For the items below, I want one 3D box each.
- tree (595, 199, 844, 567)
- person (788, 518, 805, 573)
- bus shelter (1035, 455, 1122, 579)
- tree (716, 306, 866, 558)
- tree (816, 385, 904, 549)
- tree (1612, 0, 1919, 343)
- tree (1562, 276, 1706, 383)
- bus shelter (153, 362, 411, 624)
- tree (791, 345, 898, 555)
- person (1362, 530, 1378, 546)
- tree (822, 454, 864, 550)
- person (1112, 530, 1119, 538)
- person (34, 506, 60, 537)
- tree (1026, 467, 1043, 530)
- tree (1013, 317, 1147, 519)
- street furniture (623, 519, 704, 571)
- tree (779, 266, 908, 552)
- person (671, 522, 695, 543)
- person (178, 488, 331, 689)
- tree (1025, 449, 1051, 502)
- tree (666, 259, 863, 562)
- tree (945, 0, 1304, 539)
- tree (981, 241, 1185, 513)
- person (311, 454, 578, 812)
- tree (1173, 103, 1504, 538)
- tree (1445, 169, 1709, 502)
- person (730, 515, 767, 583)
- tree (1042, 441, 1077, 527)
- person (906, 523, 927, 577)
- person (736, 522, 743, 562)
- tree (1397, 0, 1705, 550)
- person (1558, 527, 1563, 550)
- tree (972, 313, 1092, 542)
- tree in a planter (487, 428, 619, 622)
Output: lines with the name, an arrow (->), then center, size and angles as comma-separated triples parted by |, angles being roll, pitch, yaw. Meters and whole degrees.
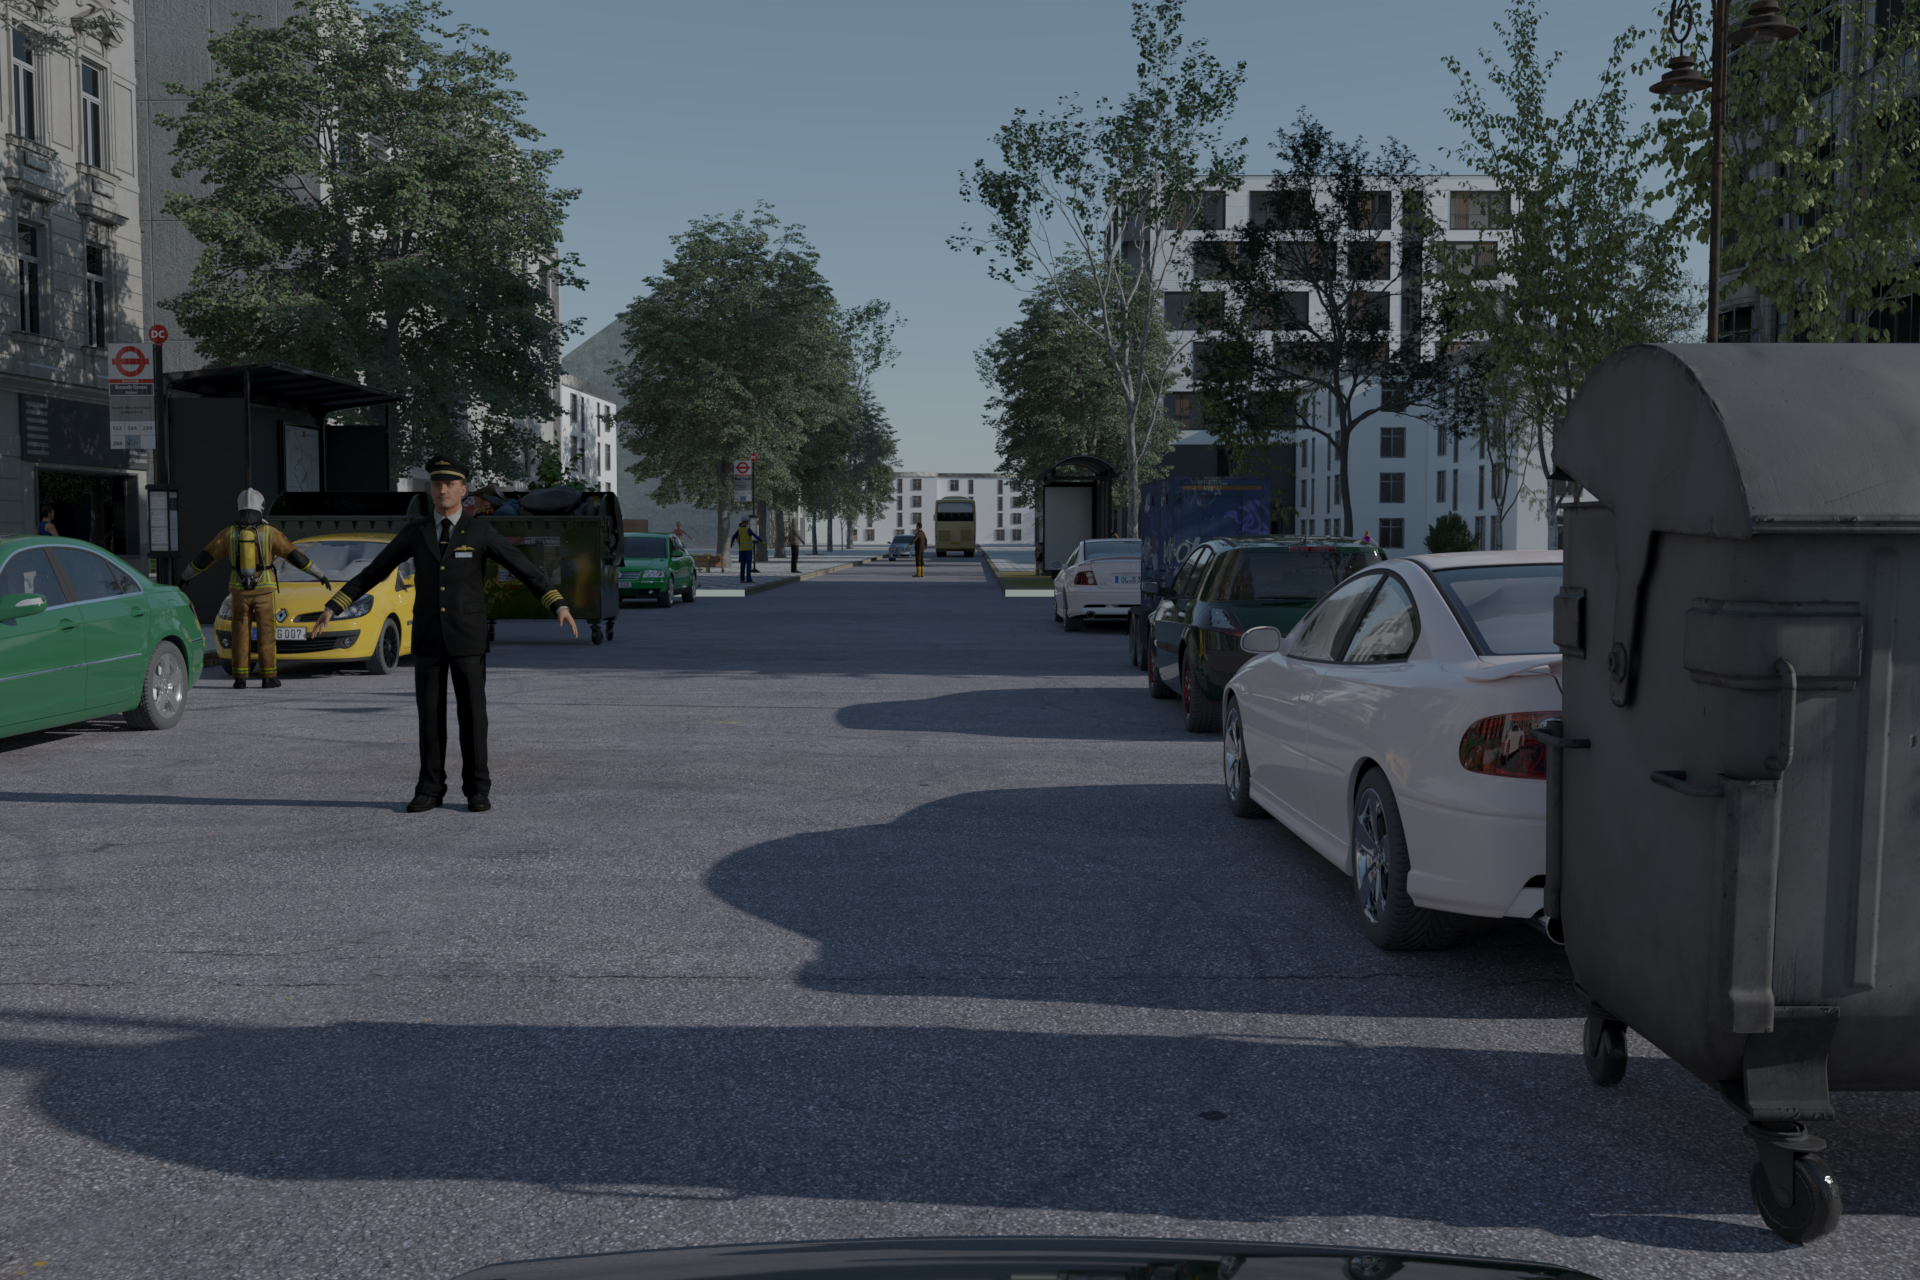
tree -> -9.243, -9.783, 66.606 | 9.857, 13.997, 8.962 | 0, 3, 0
person -> -5.416, -3.117, 57.087 | 0.705, 1.813, 1.348 | -2, 4, -24
bus shelter -> 3.134, -3.239, 46.882 | 2.014, 3.302, 5.546 | 0, 4, 0
tree -> -9.721, -11.373, 92.603 | 9.857, 13.997, 8.962 | 0, 3, 0
tree -> -9.377, -14.641, 146.035 | 9.857, 13.997, 8.962 | 0, 3, 0
tree -> 8.468, -4.095, 17.320 | 4.737, 8.622, 4.395 | 0, 3, 0
tree -> 19.715, -6.107, 50.217 | 4.737, 8.622, 4.395 | 0, 3, 0
bus shelter -> -10.236, -2.167, 26.719 | 1.731, 3.624, 6.357 | 0, 4, -1
tree -> -9.038, -11.973, 106.135 | 12.009, 13.543, 11.850 | 0, 3, 0
person -> 16.795, -3.788, 71.206 | 0.599, 1.433, 0.991 | -2, 4, -35
tree -> -9.265, -11.440, 137.402 | 4.360, 8.622, 3.978 | 0, 3, 0
person -> 6.157, -4.068, 72.660 | 1.345, 1.843, 0.704 | -1, 4, -21
person -> -17.431, -1.652, 33.180 | 1.345, 1.807, 0.704 | 3, 4, 36
tree -> 6.339, -10.054, 114.753 | 4.360, 8.622, 3.978 | 0, 3, 0
tree -> 6.098, -10.571, 90.969 | 7.486, 12.596, 7.792 | 0, 3, 0
street furniture -> -12.055, -2.596, 49.300 | 11.010, 1.723, 9.812 | 1, 4, 20
tree -> -10.788, -16.418, 124.327 | 12.611, 20.169, 13.585 | 0, 3, 0
person -> -10.591, -3.576, 65.272 | 1.217, 1.733, 0.721 | -1, 4, -14
person -> -6.565, -0.481, 16.093 | 1.354, 1.858, 0.705 | -1, 4, -12
tree -> 6.456, -10.473, 121.589 | 4.737, 8.622, 4.395 | 0, 3, 0
tree -> -9.146, -10.619, 80.273 | 9.857, 13.997, 8.962 | 0, 3, 0
tree -> 5.872, -12.602, 61.936 | 12.611, 20.169, 13.585 | 0, 3, 0
tree -> 5.632, -10.426, 77.125 | 9.857, 13.997, 8.962 | 0, 3, 0
person -> -2.656, -0.037, 8.999 | 1.347, 1.837, 0.705 | 0, 4, -4
tree -> 8.315, -6.336, 38.002 | 7.601, 10.594, 8.767 | 1, 4, 21
tree -> 21.094, -9.075, 58.751 | 12.009, 13.543, 11.850 | 0, 3, 0
person -> -5.541, -2.373, 45.266 | 1.216, 1.772, 0.721 | 2, 4, 33
tree -> 6.172, -9.378, 103.689 | 4.360, 8.622, 3.978 | 0, 3, 0
person -> -1.382, -3.003, 57.689 | 0.704, 1.812, 1.346 | 2, 4, 27
person -> -9.879, -4.428, 78.577 | 0.705, 1.806, 1.347 | 1, 4, 20
tree -> 8.135, -4.482, 23.644 | 4.737, 8.622, 4.395 | 0, 3, 0
person -> 16.743, -2.546, 47.483 | 1.347, 1.847, 0.705 | -1, 4, -16
tree -> 8.306, -17.556, 142.931 | 12.611, 20.169, 13.585 | 0, 3, 0
tree in a planter -> -6.862, -1.959, 29.253 | 1.991, 3.239, 1.994 | 0, 4, 1
